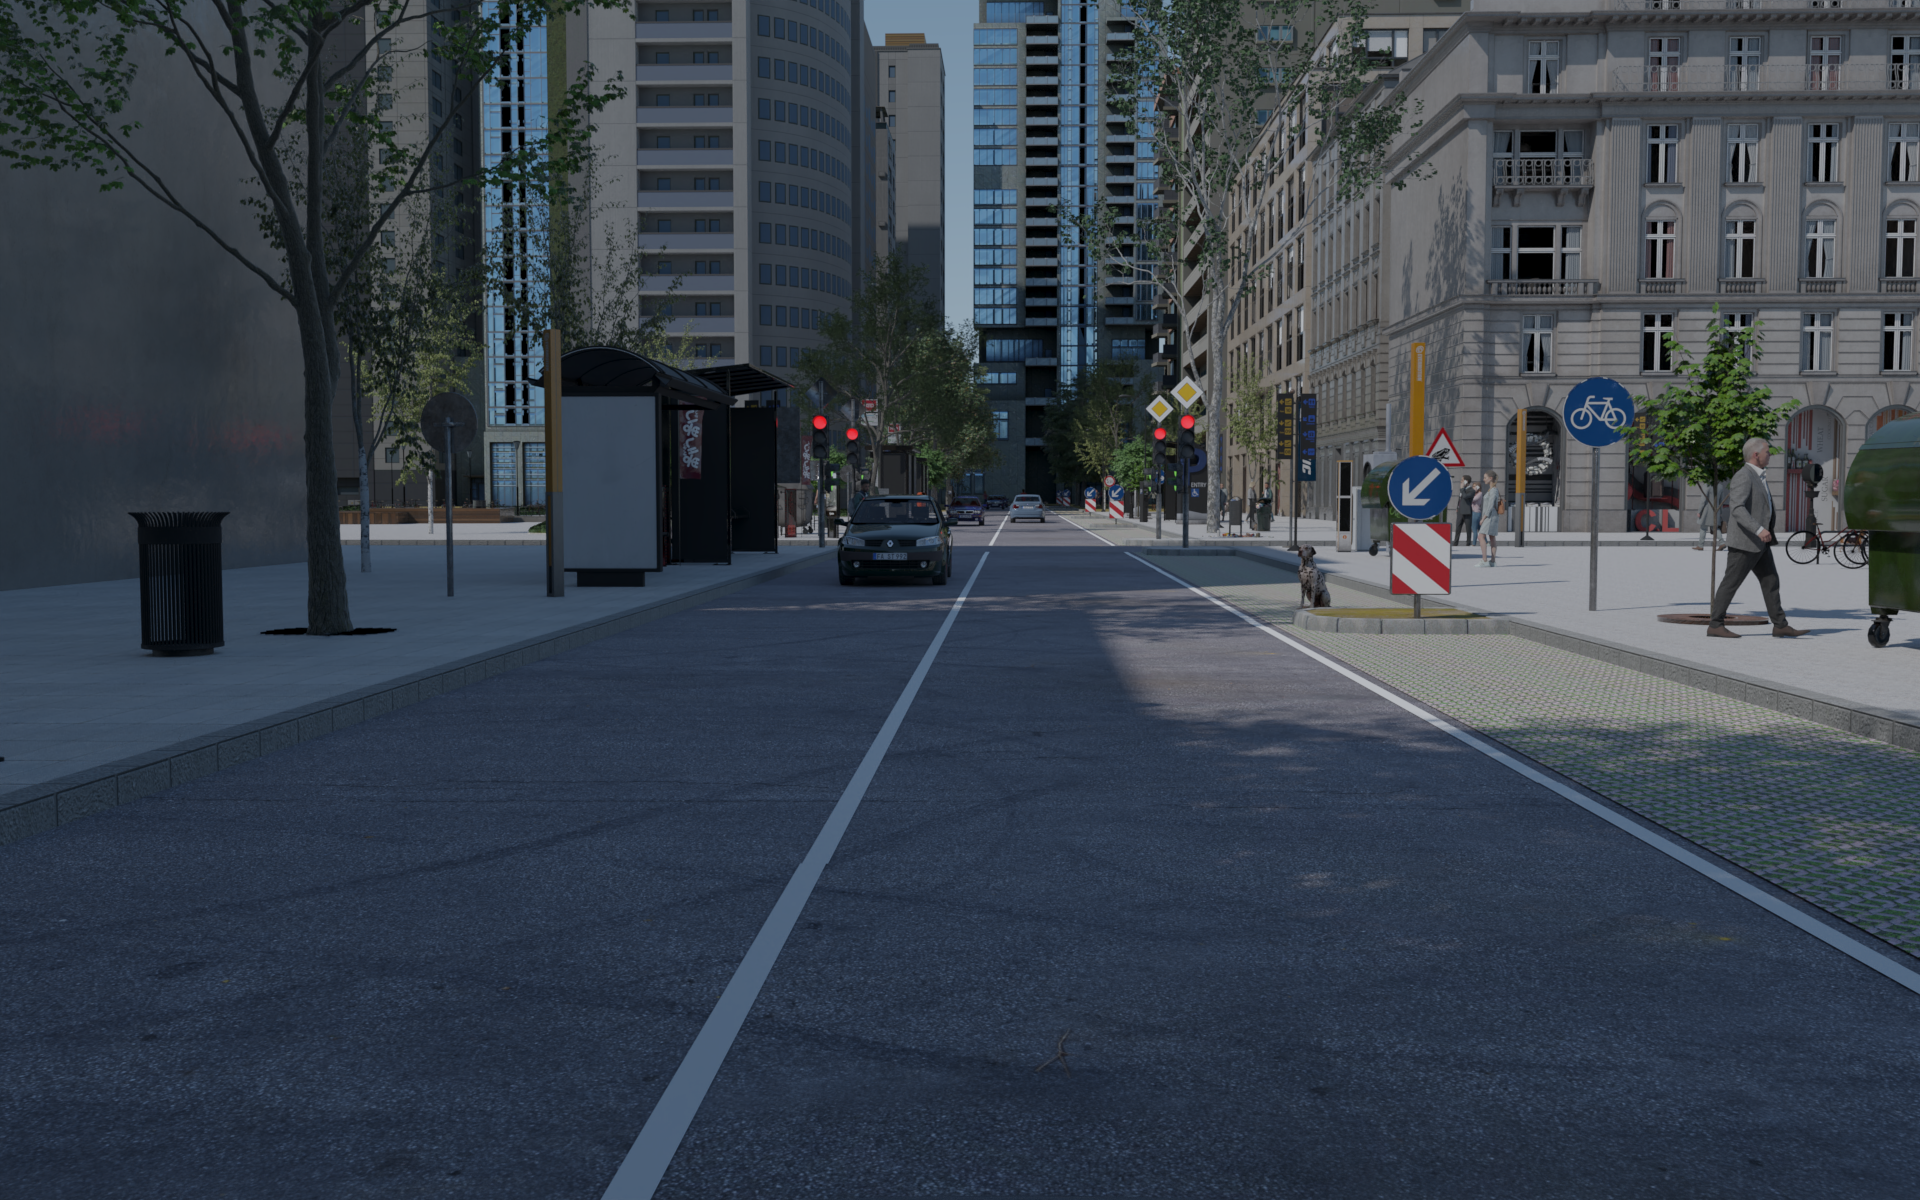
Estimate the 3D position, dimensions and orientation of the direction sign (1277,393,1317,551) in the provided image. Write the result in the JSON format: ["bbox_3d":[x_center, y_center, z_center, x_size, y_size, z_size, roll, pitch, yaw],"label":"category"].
[{"bbox_3d":[7.577,-2.876,39.014,0.876,3.537,0.379,0,4,-5],"label":"direction sign"}]

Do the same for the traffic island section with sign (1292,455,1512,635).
[{"bbox_3d":[4.629,-0.604,18.503,1.989,1.847,2.006,0,4,2],"label":"traffic island section with sign"}]

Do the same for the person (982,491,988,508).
[{"bbox_3d":[2.650,-10.152,175.198,0.721,1.743,1.217,3,5,39],"label":"person"}]

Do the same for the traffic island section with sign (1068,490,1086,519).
[{"bbox_3d":[7.451,-5.638,100.803,1.989,1.847,2.006,0,4,2],"label":"traffic island section with sign"}]

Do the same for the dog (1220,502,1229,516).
[{"bbox_3d":[15.676,-5.391,102.515,0.513,0.831,0.800,1,4,11],"label":"dog"}]

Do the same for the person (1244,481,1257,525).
[{"bbox_3d":[12.051,-3.983,71.352,0.728,1.800,0.709,3,4,38],"label":"person"}]

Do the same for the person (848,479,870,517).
[{"bbox_3d":[-2.239,-1.920,40.235,0.721,1.781,0.623,1,4,10],"label":"person"}]

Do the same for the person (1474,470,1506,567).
[{"bbox_3d":[9.324,-1.432,30.453,0.522,1.701,0.512,1,4,16],"label":"person"}]

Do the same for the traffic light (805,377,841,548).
[{"bbox_3d":[-3.297,-3.214,41.467,0.839,4.253,0.868,0,4,2],"label":"traffic light"}]

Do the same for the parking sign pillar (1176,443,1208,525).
[{"bbox_3d":[9.869,-5.185,73.249,1.447,3.967,1.447,-1,4,-14],"label":"parking sign pillar"}]

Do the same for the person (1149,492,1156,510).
[{"bbox_3d":[15.192,-7.860,135.336,0.721,1.735,1.217,-3,5,-42],"label":"person"}]

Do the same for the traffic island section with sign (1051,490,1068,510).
[{"bbox_3d":[9.185,-8.729,151.348,1.989,1.847,2.006,0,4,2],"label":"traffic island section with sign"}]

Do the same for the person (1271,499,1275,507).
[{"bbox_3d":[17.495,-5.335,97.541,0.475,1.303,0.640,1,4,12],"label":"person"}]

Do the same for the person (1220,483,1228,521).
[{"bbox_3d":[12.536,-4.702,83.016,0.635,1.810,0.391,2,4,35],"label":"person"}]

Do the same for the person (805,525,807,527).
[{"bbox_3d":[-6.423,-3.797,68.523,0.834,1.777,0.661,1,4,22],"label":"person"}]

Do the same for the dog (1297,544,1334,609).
[{"bbox_3d":[4.498,-0.281,21.435,0.800,0.831,0.513,0,4,-7],"label":"dog"}]

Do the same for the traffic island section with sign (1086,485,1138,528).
[{"bbox_3d":[6.518,-3.990,73.864,1.989,1.847,2.006,0,4,2],"label":"traffic island section with sign"}]

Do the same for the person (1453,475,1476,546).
[{"bbox_3d":[12.471,-2.147,42.960,0.474,1.900,0.648,-2,4,-29],"label":"person"}]

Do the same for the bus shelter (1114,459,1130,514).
[{"bbox_3d":[11.324,-7.634,116.100,1.731,3.624,6.357,0,4,2],"label":"bus shelter"}]

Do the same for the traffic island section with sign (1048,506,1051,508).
[{"bbox_3d":[10.125,-10.396,178.602,1.989,1.847,2.006,0,4,2],"label":"traffic island section with sign"}]

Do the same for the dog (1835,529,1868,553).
[{"bbox_3d":[19.633,-1.303,38.131,0.540,0.507,0.406,0,4,-6],"label":"dog"}]

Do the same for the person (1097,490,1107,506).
[{"bbox_3d":[15.693,-11.303,191.574,1.217,1.743,0.721,-1,4,-16],"label":"person"}]

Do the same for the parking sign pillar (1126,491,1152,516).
[{"bbox_3d":[10.362,-6.830,100.135,1.447,3.967,1.447,-2,4,-30],"label":"parking sign pillar"}]

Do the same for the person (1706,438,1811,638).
[{"bbox_3d":[7.094,-0.545,15.356,0.834,1.777,0.661,2,4,32],"label":"person"}]

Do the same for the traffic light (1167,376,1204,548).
[{"bbox_3d":[5.359,-3.197,41.187,0.839,4.253,0.868,0,4,2],"label":"traffic light"}]

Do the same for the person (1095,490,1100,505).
[{"bbox_3d":[15.382,-11.539,195.231,0.617,1.759,0.750,2,4,29],"label":"person"}]

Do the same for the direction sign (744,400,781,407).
[{"bbox_3d":[-4.754,-3.046,41.793,0.876,3.537,0.379,0,4,6],"label":"direction sign"}]

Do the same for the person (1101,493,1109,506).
[{"bbox_3d":[15.017,-10.461,180.261,0.628,1.438,0.799,2,4,31],"label":"person"}]

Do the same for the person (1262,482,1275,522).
[{"bbox_3d":[13.851,-4.402,77.998,0.713,1.824,0.794,0,4,-3],"label":"person"}]

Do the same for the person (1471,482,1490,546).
[{"bbox_3d":[13.499,-2.201,45.076,0.643,1.750,0.593,1,4,11],"label":"person"}]

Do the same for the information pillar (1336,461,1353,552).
[{"bbox_3d":[8.468,-2.060,38.179,0.304,2.012,0.304,0,4,4],"label":"information pillar"}]

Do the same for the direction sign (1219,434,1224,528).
[{"bbox_3d":[9.807,-4.489,65.397,0.379,3.537,0.876,0,4,-2],"label":"direction sign"}]

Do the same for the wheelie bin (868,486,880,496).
[{"bbox_3d":[-3.601,-3.720,68.730,0.980,1.594,0.693,-1,4,-22],"label":"wheelie bin"}]

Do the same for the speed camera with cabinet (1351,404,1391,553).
[{"bbox_3d":[9.129,-2.710,38.648,0.660,3.252,2.038,0,4,-5],"label":"speed camera with cabinet"}]

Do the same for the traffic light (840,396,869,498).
[{"bbox_3d":[-3.024,-3.702,49.447,0.839,4.253,0.868,0,4,2],"label":"traffic light"}]

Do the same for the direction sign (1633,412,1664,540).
[{"bbox_3d":[19.071,-3.422,47.955,0.876,3.537,0.379,3,5,43],"label":"direction sign"}]

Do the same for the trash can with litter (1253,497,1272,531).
[{"bbox_3d":[10.343,-2.949,59.605,0.624,1.170,1.055,-1,4,-8],"label":"trash can with litter"}]

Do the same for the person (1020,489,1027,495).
[{"bbox_3d":[4.921,-7.728,134.795,1.348,1.831,0.705,-1,4,-12],"label":"person"}]

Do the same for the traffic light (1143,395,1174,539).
[{"bbox_3d":[5.633,-3.685,49.167,0.839,4.253,0.868,0,4,2],"label":"traffic light"}]

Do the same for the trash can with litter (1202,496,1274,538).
[{"bbox_3d":[8.381,-2.476,51.544,1.678,1.210,2.233,-2,4,-32],"label":"trash can with litter"}]

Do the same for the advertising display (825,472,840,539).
[{"bbox_3d":[-3.690,-2.757,50.289,0.123,1.923,0.974,-2,4,-23],"label":"advertising display"}]

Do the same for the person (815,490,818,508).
[{"bbox_3d":[-6.875,-4.860,85.595,0.616,1.811,0.778,0,4,4],"label":"person"}]

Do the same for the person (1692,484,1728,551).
[{"bbox_3d":[16.938,-2.016,39.114,0.694,1.812,0.767,-2,4,-25],"label":"person"}]

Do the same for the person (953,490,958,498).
[{"bbox_3d":[-0.700,-11.338,191.942,1.217,1.766,0.721,1,4,11],"label":"person"}]
